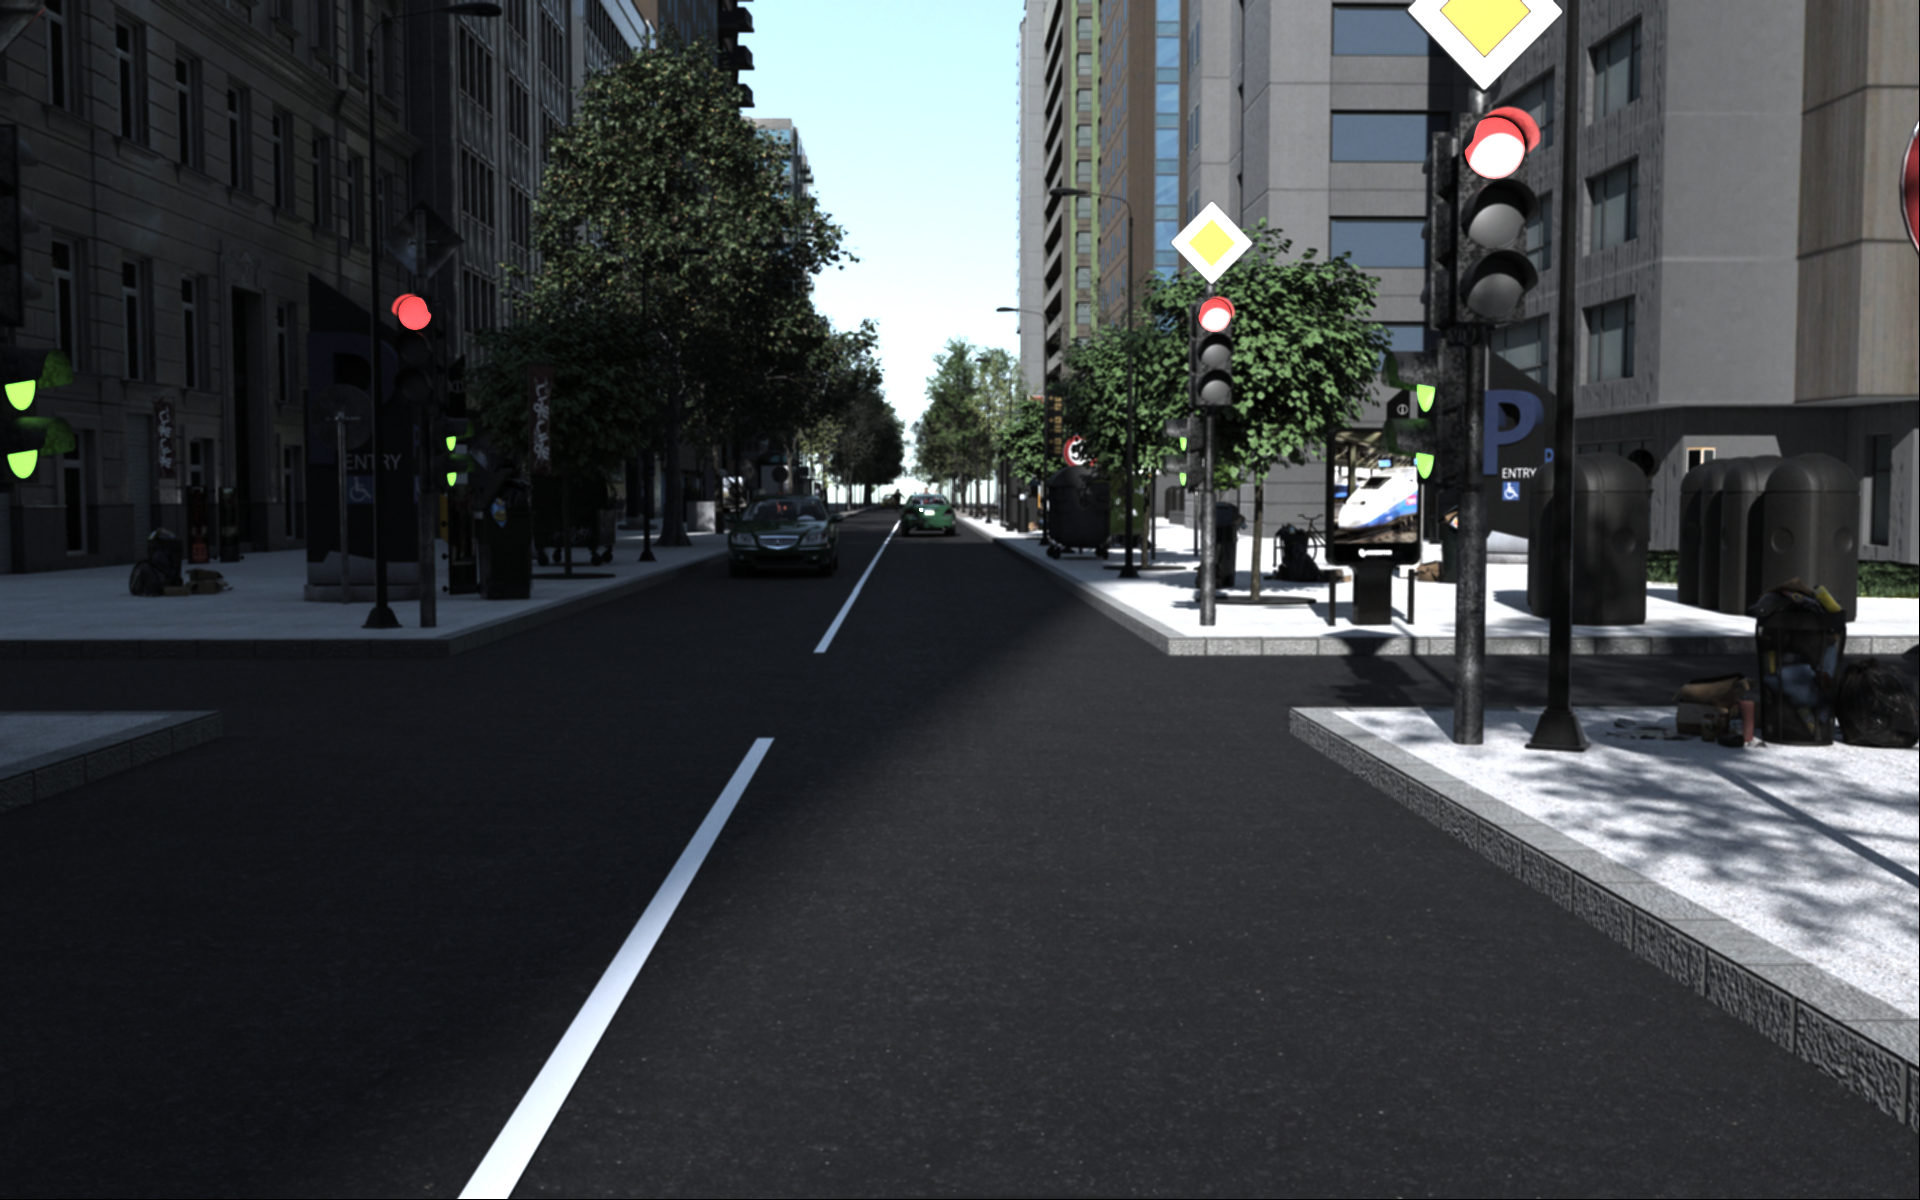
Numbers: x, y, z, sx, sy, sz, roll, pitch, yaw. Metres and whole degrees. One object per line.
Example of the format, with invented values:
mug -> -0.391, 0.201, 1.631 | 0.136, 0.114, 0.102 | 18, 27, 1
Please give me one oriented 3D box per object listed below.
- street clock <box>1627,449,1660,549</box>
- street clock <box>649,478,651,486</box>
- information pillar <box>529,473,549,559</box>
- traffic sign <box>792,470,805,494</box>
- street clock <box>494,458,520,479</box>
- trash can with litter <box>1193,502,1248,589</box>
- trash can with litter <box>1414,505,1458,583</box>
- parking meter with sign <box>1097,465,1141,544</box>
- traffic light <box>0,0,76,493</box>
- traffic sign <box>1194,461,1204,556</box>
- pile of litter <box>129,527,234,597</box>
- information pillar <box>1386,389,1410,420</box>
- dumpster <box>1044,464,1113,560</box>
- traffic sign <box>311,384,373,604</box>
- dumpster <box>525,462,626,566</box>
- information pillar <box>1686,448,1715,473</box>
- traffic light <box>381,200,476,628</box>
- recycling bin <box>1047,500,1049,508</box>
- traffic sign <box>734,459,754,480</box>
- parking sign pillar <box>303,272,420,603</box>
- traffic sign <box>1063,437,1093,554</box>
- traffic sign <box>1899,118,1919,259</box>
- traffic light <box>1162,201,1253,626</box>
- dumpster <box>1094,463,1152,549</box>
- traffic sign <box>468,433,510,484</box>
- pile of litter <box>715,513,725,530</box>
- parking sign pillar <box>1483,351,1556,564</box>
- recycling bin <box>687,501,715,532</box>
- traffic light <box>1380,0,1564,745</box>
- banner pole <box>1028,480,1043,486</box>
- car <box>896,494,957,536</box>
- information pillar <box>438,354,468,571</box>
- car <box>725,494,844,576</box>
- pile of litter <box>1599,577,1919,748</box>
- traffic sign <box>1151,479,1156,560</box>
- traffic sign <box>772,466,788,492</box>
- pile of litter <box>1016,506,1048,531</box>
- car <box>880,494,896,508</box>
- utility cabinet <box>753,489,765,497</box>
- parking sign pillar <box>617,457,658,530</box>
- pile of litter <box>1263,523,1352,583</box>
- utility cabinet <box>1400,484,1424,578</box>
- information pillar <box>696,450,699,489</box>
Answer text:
street clock -> 10.940, -1.420, 27.785 | 0.471, 2.002, 0.358 | 3, 5, 44
street clock -> -12.307, -3.852, 67.552 | 0.471, 2.002, 0.358 | 1, 4, 13
information pillar -> -8.305, -1.813, 34.134 | 0.304, 2.012, 0.304 | 0, 4, 0
traffic sign -> -8.697, -5.634, 92.124 | 0.884, 2.594, 0.081 | 0, 4, 5
street clock -> -9.168, -1.868, 35.110 | 0.471, 2.002, 0.358 | 1, 4, 16
trash can with litter -> 3.570, -0.761, 23.835 | 0.624, 1.170, 1.055 | 1, 4, 18
trash can with litter -> 7.010, -0.838, 25.092 | 0.624, 1.170, 1.055 | -2, 4, -32
parking meter with sign -> 4.111, -2.994, 45.214 | 0.543, 3.016, 1.738 | -2, 4, -32
traffic light -> -4.908, -1.204, 8.604 | 0.839, 4.253, 0.868 | 0, 4, -1
traffic sign -> 4.853, -2.167, 35.544 | 0.768, 2.556, 0.104 | 0, 4, 2
pile of litter -> -10.009, -0.515, 22.387 | 1.176, 0.858, 1.719 | 1, 4, 19
information pillar -> 9.282, -2.774, 36.708 | 0.504, 3.616, 0.183 | 1, 4, 10
dumpster -> 2.377, -1.762, 34.573 | 1.264, 1.857, 1.865 | 0, 4, -1
traffic sign -> -7.170, -1.225, 20.135 | 0.768, 2.556, 0.104 | 0, 4, 3
dumpster -> -6.970, -1.770, 31.437 | 1.502, 2.255, 1.985 | 0, 4, -1
information pillar -> 11.814, -1.418, 27.672 | 0.304, 2.012, 0.304 | -2, 4, -28
traffic light -> -5.111, -1.692, 16.586 | 0.839, 4.253, 0.868 | 0, 4, -1
recycling bin -> 3.938, -4.400, 84.492 | 0.722, 1.027, 0.722 | 0, 4, -8
traffic sign -> -7.948, -3.894, 63.768 | 0.768, 2.556, 0.104 | 0, 4, 4
parking sign pillar -> -7.246, -1.992, 21.038 | 1.447, 3.967, 1.447 | 0, 4, -1
traffic sign -> 2.583, -2.256, 36.990 | 0.768, 2.556, 0.104 | 0, 4, 4
traffic sign -> 3.079, -0.302, 5.038 | 0.768, 2.556, 0.104 | 0, 4, 3
traffic light -> 2.398, -1.705, 16.792 | 0.839, 4.253, 0.868 | 0, 4, -1
dumpster -> 3.770, -2.339, 40.730 | 1.502, 2.255, 1.985 | 0, 4, -1
traffic sign -> -8.342, -1.808, 30.750 | 0.795, 2.450, 0.064 | 0, 4, 6
pile of litter -> -9.129, -2.963, 62.405 | 1.176, 0.858, 1.719 | 2, 4, 34
parking sign pillar -> 10.357, -2.675, 32.207 | 1.447, 3.967, 1.447 | -3, 5, -42
recycling bin -> -8.805, -2.833, 58.871 | 0.722, 1.027, 0.722 | -3, 5, -43
traffic light -> 2.600, -1.216, 8.809 | 0.839, 4.253, 0.868 | 0, 4, -1
banner pole -> 2.867, -4.452, 62.802 | 0.863, 3.779, 0.401 | -1, 4, -13
car -> -1.131, -2.946, 59.969 | 2.131, 1.459, 4.920 | 0, 4, -3
information pillar -> -8.448, -2.296, 28.901 | 0.504, 3.616, 0.183 | -3, 5, -39
car -> -3.182, -1.219, 31.731 | 2.131, 1.459, 4.920 | 0, 4, -2
pile of litter -> 4.330, 0.292, 9.185 | 1.719, 0.858, 1.176 | 2, 4, 24
traffic sign -> 3.787, -2.064, 33.858 | 0.768, 2.556, 0.104 | 0, 4, 6
traffic sign -> -8.159, -4.797, 78.545 | 0.768, 2.556, 0.104 | 1, 4, 8
pile of litter -> 2.795, -2.902, 61.406 | 1.719, 0.858, 1.176 | 0, 4, -4
car -> -7.161, -10.260, 177.974 | 2.015, 1.641, 3.980 | 0, 4, -1
utility cabinet -> -8.862, -4.137, 76.322 | 0.318, 1.500, 1.173 | 0, 4, 7
parking sign pillar -> -11.647, -4.526, 62.471 | 1.447, 3.967, 1.447 | 1, 4, 9
pile of litter -> 5.154, -0.721, 25.756 | 1.176, 0.858, 1.719 | 0, 4, -6
utility cabinet -> 6.977, -1.101, 26.687 | 0.318, 1.500, 1.173 | 1, 4, 17
information pillar -> -13.845, -6.122, 91.444 | 0.183, 3.616, 0.504 | -1, 4, -17
